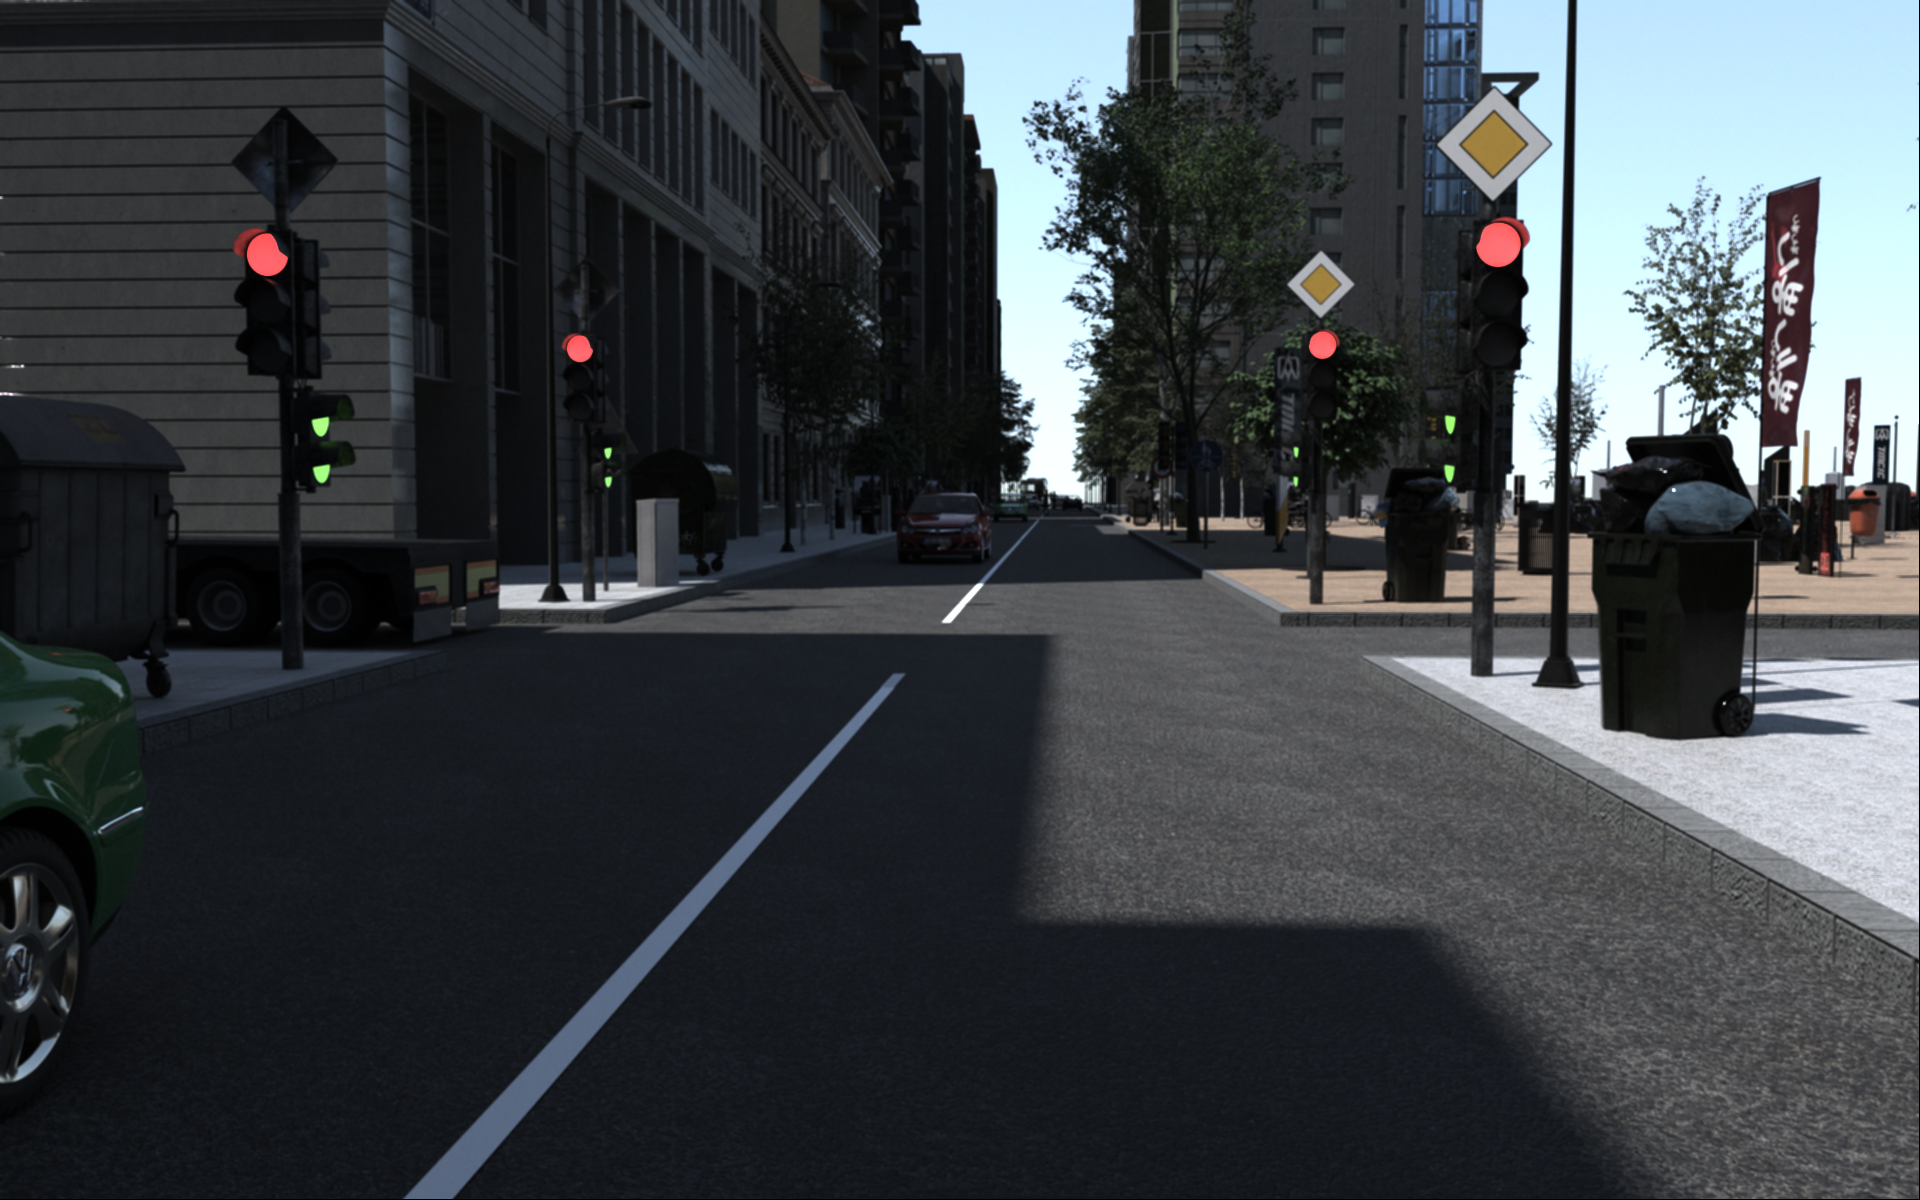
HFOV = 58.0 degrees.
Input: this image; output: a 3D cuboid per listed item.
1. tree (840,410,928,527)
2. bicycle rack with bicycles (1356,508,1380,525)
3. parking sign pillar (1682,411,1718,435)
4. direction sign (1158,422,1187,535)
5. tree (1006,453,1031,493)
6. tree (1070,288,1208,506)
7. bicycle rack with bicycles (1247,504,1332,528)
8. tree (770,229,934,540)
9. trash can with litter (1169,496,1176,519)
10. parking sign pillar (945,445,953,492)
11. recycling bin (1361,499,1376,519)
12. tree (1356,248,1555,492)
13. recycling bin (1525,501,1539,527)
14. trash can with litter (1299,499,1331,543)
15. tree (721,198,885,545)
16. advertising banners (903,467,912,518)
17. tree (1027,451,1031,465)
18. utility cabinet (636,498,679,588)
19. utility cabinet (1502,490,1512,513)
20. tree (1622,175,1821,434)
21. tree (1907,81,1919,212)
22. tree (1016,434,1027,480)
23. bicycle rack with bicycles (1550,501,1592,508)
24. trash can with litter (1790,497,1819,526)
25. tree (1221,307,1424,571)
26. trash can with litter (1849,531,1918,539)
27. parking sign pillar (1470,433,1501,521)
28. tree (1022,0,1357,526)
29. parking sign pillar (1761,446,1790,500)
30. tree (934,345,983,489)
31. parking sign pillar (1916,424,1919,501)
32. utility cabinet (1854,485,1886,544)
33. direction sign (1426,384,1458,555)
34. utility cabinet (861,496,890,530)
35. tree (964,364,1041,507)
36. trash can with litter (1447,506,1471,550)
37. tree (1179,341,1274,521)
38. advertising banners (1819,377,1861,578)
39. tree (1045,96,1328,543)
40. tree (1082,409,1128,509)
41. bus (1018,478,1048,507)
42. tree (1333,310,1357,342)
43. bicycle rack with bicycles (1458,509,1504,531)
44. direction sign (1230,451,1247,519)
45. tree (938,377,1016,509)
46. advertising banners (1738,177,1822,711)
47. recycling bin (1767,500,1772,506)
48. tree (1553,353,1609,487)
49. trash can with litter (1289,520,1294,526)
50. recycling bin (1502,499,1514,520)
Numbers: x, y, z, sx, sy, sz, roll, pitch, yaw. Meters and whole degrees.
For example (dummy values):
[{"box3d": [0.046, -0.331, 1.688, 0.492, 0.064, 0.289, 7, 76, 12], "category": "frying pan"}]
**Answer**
[{"box3d": [-2.969, -5.115, 67.340, 4.285, 4.588, 4.351, 0, 3, 0], "category": "tree"}, {"box3d": [17.843, -3.557, 71.543, 2.925, 0.926, 2.852, 1, 4, 20], "category": "bicycle rack with bicycles"}, {"box3d": [23.458, -4.087, 55.295, 1.447, 3.967, 1.447, -1, 4, -13], "category": "parking sign pillar"}, {"box3d": [6.656, -3.809, 54.281, 0.876, 3.537, 0.379, 1, 4, 11], "category": "direction sign"}, {"box3d": [7.986, -17.958, 243.971, 4.737, 8.622, 4.395, 0, 3, 0], "category": "tree"}, {"box3d": [9.995, -10.869, 95.834, 7.486, 12.596, 7.792, 0, 3, 0], "category": "tree"}, {"box3d": [12.519, -3.158, 65.020, 2.925, 0.926, 2.852, 2, 4, 26], "category": "bicycle rack with bicycles"}, {"box3d": [-3.577, -6.027, 48.903, 4.737, 8.622, 4.395, 0, 3, 0], "category": "tree"}, {"box3d": [10.912, -4.860, 90.511, 1.678, 1.210, 2.233, -2, 4, -29], "category": "trash can with litter"}, {"box3d": [-0.617, -6.464, 94.154, 1.447, 3.967, 1.447, 0, 4, 2], "category": "parking sign pillar"}, {"box3d": [21.422, -4.787, 90.820, 0.722, 1.027, 0.722, 1, 4, 13], "category": "recycling bin"}, {"box3d": [14.224, -6.076, 49.707, 4.360, 8.622, 3.978, 0, 3, 0], "category": "tree"}, {"box3d": [22.138, -3.356, 67.423, 0.722, 1.027, 0.722, 1, 4, 19], "category": "recycling bin"}, {"box3d": [9.360, -2.089, 45.543, 0.624, 1.170, 1.055, 2, 4, 30], "category": "trash can with litter"}, {"box3d": [-3.905, -5.679, 43.210, 4.360, 8.622, 3.978, 0, 3, 0], "category": "tree"}, {"box3d": [-2.837, -5.968, 93.770, 0.090, 3.025, 2.074, -1, 4, -13], "category": "advertising banners"}, {"box3d": [6.294, -15.735, 207.633, 4.360, 8.622, 3.978, 0, 3, 0], "category": "tree"}, {"box3d": [-4.231, -0.801, 24.252, 0.306, 1.237, 1.020, 1, 4, 9], "category": "utility cabinet"}, {"box3d": [27.878, -4.865, 88.221, 0.318, 1.500, 1.173, 2, 4, 27], "category": "utility cabinet"}, {"box3d": [17.819, -5.542, 40.966, 4.737, 8.622, 4.395, 0, 3, 0], "category": "tree"}, {"box3d": [17.501, -4.763, 28.245, 4.737, 8.622, 4.395, 0, 3, 0], "category": "tree"}, {"box3d": [2.246, -11.493, 138.265, 4.360, 8.622, 3.978, 0, 3, 0], "category": "tree"}, {"box3d": [30.882, -4.522, 87.316, 2.852, 0.926, 2.925, 2, 4, 30], "category": "bicycle rack with bicycles"}, {"box3d": [34.730, -3.673, 71.433, 1.055, 1.170, 0.624, 2, 4, 26], "category": "trash can with litter"}, {"box3d": [6.249, -2.789, 29.320, 4.285, 4.588, 4.351, 0, 3, 0], "category": "tree"}, {"box3d": [26.972, -2.428, 50.748, 1.678, 1.210, 2.233, 1, 4, 17], "category": "trash can with litter"}, {"box3d": [23.197, -5.384, 76.504, 1.447, 3.967, 1.447, -1, 4, -20], "category": "parking sign pillar"}, {"box3d": [8.609, -12.948, 67.581, 12.611, 20.169, 13.585, 0, 3, 0], "category": "tree"}, {"box3d": [42.951, -6.288, 91.273, 1.447, 3.967, 1.447, 0, 4, -3], "category": "parking sign pillar"}, {"box3d": [-1.208, -8.222, 84.789, 4.737, 8.622, 4.395, 0, 3, 0], "category": "tree"}, {"box3d": [37.275, -4.783, 66.679, 1.447, 3.967, 1.447, -3, 5, -44], "category": "parking sign pillar"}, {"box3d": [23.177, -2.169, 44.143, 1.173, 1.500, 0.318, -3, 5, -40], "category": "utility cabinet"}, {"box3d": [10.053, -2.705, 36.227, 0.379, 3.537, 0.876, -2, 4, -28], "category": "direction sign"}, {"box3d": [-2.988, -3.068, 61.318, 1.020, 1.237, 0.306, 0, 4, 8], "category": "utility cabinet"}, {"box3d": [2.879, -16.159, 170.857, 9.857, 13.997, 8.962, 0, 3, 0], "category": "tree"}, {"box3d": [11.294, -1.743, 39.882, 0.624, 1.170, 1.055, 3, 5, 44], "category": "trash can with litter"}, {"box3d": [12.287, -7.981, 80.855, 4.360, 8.622, 3.978, 0, 3, 0], "category": "tree"}, {"box3d": [13.486, -1.879, 26.912, 0.090, 3.025, 2.074, 0, 4, 4], "category": "advertising banners"}, {"box3d": [6.079, -7.326, 45.534, 9.928, 11.665, 9.643, 0, 3, 0], "category": "tree"}, {"box3d": [12.051, -11.921, 145.278, 4.360, 8.622, 3.978, 0, 3, 0], "category": "tree"}, {"box3d": [8.259, -12.045, 191.800, 2.948, 3.499, 13.247, 0, 4, 5], "category": "bus"}, {"box3d": [14.003, -6.433, 55.534, 4.360, 8.622, 3.978, 0, 3, 0], "category": "tree"}, {"box3d": [17.863, -2.897, 60.747, 2.925, 0.926, 2.852, -1, 4, -22], "category": "bicycle rack with bicycles"}, {"box3d": [14.565, -6.033, 90.642, 0.876, 3.537, 0.379, 1, 4, 11], "category": "direction sign"}, {"box3d": [0.462, -9.746, 109.708, 4.360, 8.622, 3.978, 0, 3, 0], "category": "tree"}, {"box3d": [4.641, -0.885, 10.665, 0.090, 3.025, 2.074, 0, 4, -5], "category": "advertising banners"}, {"box3d": [36.197, -4.009, 78.106, 0.722, 1.027, 0.722, -2, 4, -33], "category": "recycling bin"}, {"box3d": [32.215, -8.614, 91.208, 4.360, 8.622, 3.978, 0, 3, 0], "category": "tree"}, {"box3d": [13.136, -3.593, 70.125, 0.624, 1.170, 1.055, -2, 4, -31], "category": "trash can with litter"}, {"box3d": [27.564, -4.521, 86.473, 0.722, 1.027, 0.722, 3, 5, 39], "category": "recycling bin"}]
